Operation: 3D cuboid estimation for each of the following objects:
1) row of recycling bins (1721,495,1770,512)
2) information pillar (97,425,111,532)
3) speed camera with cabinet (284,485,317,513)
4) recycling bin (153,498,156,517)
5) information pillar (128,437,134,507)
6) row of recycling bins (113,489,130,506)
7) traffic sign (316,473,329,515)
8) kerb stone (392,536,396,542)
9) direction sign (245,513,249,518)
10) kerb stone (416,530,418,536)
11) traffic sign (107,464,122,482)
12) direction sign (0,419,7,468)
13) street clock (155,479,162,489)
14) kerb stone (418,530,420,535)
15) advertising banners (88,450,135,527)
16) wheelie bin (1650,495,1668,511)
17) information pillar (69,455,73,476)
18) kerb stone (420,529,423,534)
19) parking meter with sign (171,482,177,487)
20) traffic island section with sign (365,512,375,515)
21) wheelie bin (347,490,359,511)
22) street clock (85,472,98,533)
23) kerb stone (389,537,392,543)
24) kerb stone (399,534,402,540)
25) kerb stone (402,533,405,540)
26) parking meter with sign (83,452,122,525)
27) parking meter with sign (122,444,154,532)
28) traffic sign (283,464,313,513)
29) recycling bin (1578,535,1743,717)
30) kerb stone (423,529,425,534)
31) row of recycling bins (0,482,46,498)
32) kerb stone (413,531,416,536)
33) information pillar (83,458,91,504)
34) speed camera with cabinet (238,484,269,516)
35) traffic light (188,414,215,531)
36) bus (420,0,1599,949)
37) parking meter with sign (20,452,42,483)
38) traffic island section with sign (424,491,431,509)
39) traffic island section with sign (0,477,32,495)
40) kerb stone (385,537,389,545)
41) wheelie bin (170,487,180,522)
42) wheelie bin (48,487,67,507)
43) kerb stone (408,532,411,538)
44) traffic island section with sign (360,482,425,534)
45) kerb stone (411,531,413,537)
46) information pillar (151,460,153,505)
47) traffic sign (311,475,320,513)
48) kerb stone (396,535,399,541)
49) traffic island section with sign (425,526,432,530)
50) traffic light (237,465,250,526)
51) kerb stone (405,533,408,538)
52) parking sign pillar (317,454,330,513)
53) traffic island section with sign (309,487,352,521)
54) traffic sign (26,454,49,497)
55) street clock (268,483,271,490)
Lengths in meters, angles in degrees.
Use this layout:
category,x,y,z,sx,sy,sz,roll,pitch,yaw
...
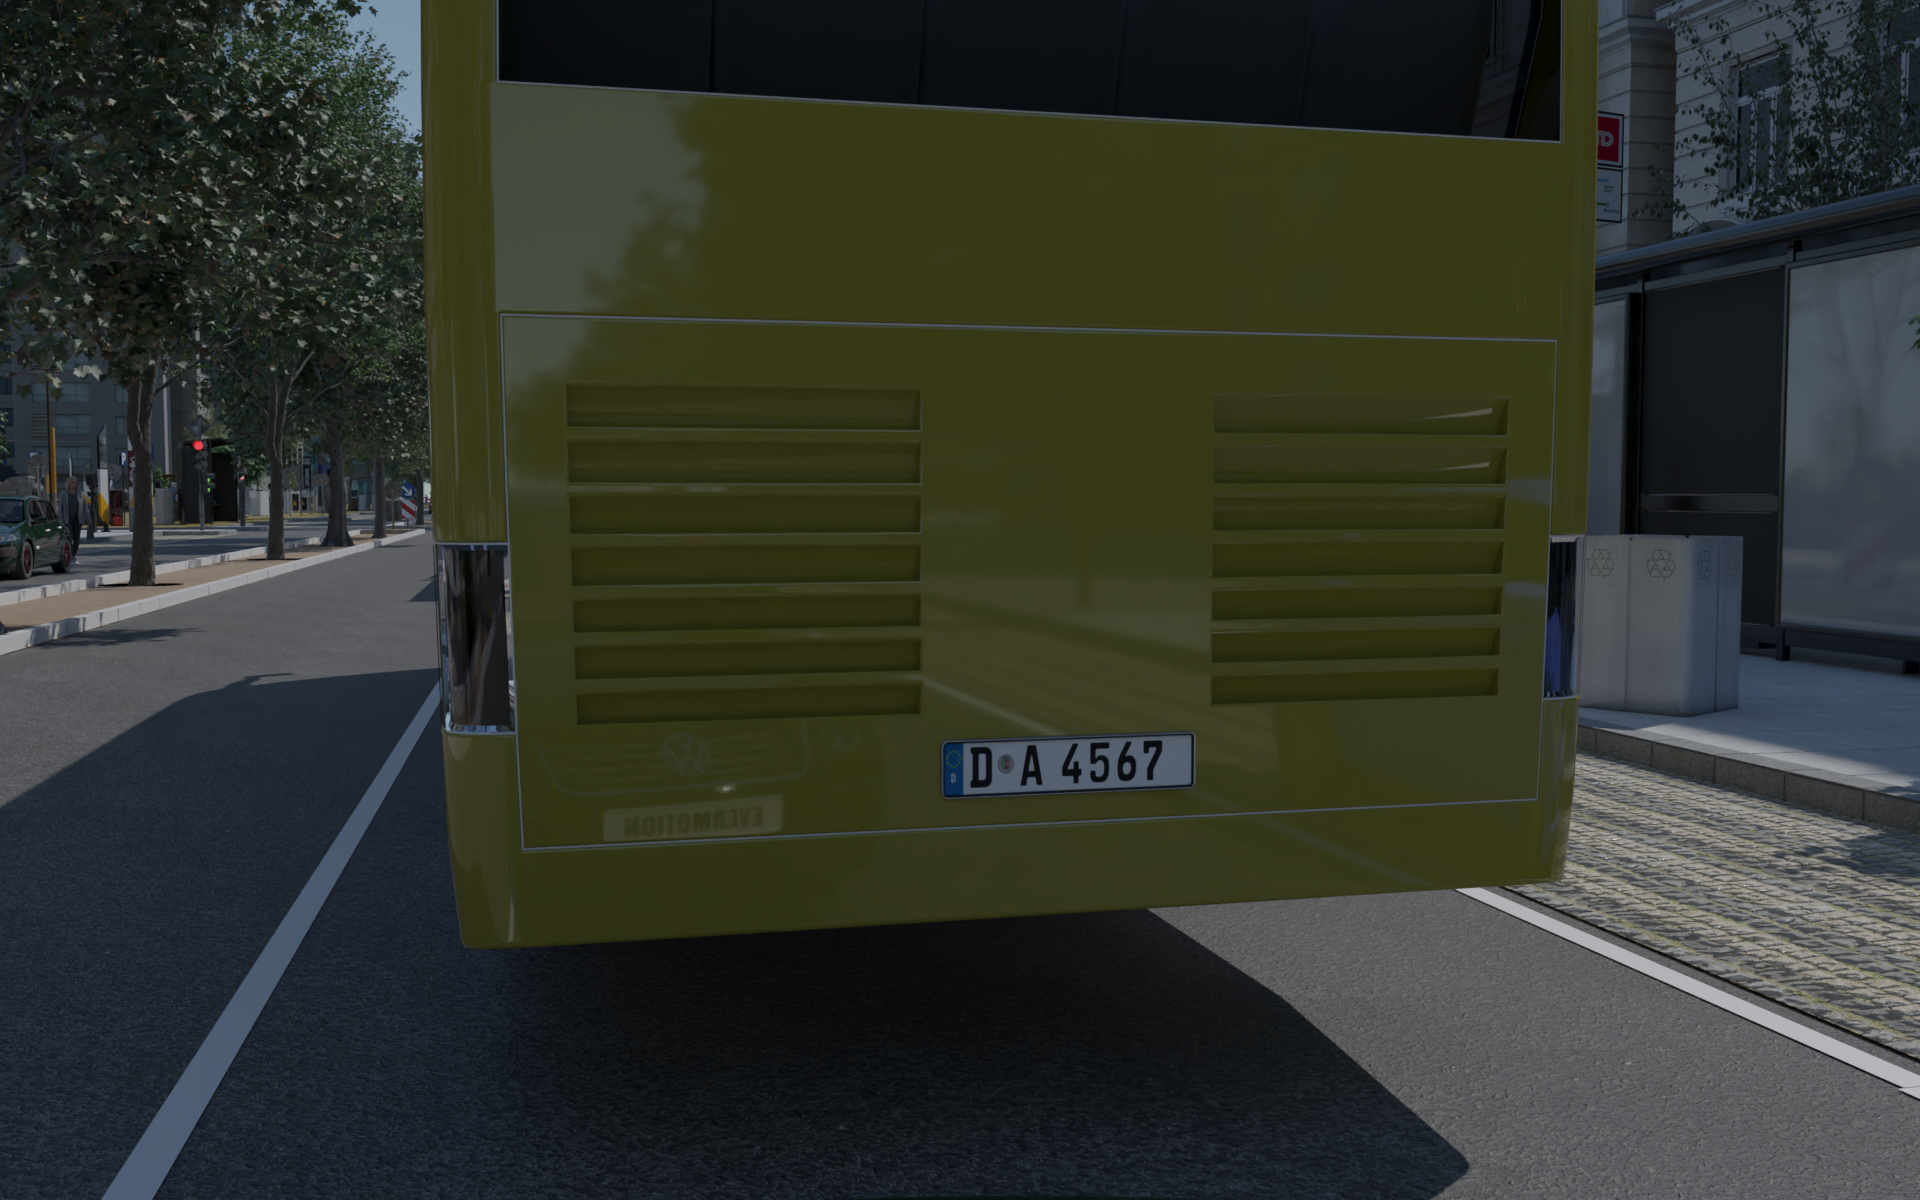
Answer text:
category,x,y,z,sx,sy,sz,roll,pitch,yaw
row of recycling bins,13.900,-1.307,28.483,1.069,1.692,3.534,-1,4,-15
information pillar,-28.782,-4.086,58.164,0.183,3.616,0.504,0,4,2
speed camera with cabinet,-45.417,-7.628,119.056,0.660,3.252,2.038,3,4,36
recycling bin,-45.782,-5.281,98.904,0.722,1.027,0.722,-3,4,-38
information pillar,-33.820,-4.855,70.729,0.183,3.616,0.504,-3,5,-44
row of recycling bins,-63.875,-7.612,131.569,1.069,1.692,3.534,-3,5,-40
traffic sign,-39.426,-6.546,107.134,0.768,2.556,0.104,0,4,-8
kerb stone,-16.784,-1.757,50.927,0.120,0.150,1.000,-1,4,-13
direction sign,-38.286,-6.155,92.624,0.379,3.537,0.876,1,4,20
kerb stone,-18.628,-2.242,58.915,0.120,0.150,1.000,-1,4,-13
traffic sign,-35.535,-4.433,72.593,0.768,2.556,0.104,-1,4,-11
direction sign,-28.772,-3.652,51.712,0.876,3.537,0.379,1,4,21
street clock,-39.295,-4.918,84.987,0.358,2.002,0.471,-1,4,-15
kerb stone,-18.859,-2.305,59.912,0.120,0.150,1.000,-1,4,-13
advertising banners,-33.557,-4.440,68.783,0.090,3.025,2.074,3,5,40
wheelie bin,12.645,-1.473,31.989,0.693,1.594,0.980,-2,4,-24
information pillar,-53.062,-6.857,103.469,0.183,3.616,0.504,-3,4,-37
kerb stone,-19.090,-2.368,60.913,0.120,0.150,1.000,-1,4,-13
parking meter with sign,-50.623,-7.078,111.978,1.738,3.016,0.543,3,5,39
traffic island section with sign,-39.758,-6.753,119.041,1.989,1.847,2.006,-1,4,-13
wheelie bin,-45.385,-7.443,129.597,0.980,1.594,0.693,0,4,-3
street clock,-28.834,-3.240,57.552,0.358,2.002,0.471,0,4,-5
kerb stone,-16.550,-1.696,49.932,0.120,0.150,1.000,-1,4,-13
kerb stone,-17.240,-1.880,52.925,0.120,0.150,1.000,-1,4,-13
kerb stone,-17.477,-1.936,53.932,0.120,0.150,1.000,-1,4,-13
parking meter with sign,-35.590,-4.626,71.904,1.738,3.016,0.543,0,4,-6
parking meter with sign,-27.971,-3.844,59.117,0.543,3.016,1.738,-1,4,-13
traffic sign,-44.636,-7.487,116.284,2.265,3.308,0.079,0,4,-8
recycling bin,4.189,0.132,10.400,0.722,1.027,0.722,-3,5,-42
kerb stone,-19.318,-2.427,61.910,0.120,0.150,1.000,-1,4,-13
row of recycling bins,-32.278,-3.156,58.719,1.069,1.692,3.534,0,4,7
kerb stone,-18.393,-2.185,57.920,0.120,0.150,1.000,-1,4,-13
information pillar,-56.145,-7.348,111.491,0.504,3.616,0.183,0,4,0
speed camera with cabinet,-41.073,-6.514,100.845,0.660,3.252,2.038,1,4,9
traffic light,-26.638,-4.397,60.819,0.839,4.253,0.868,-1,4,-13
bus,-1.294,-1.093,9.423,2.896,3.916,12.252,-1,4,-14
parking meter with sign,-38.297,-4.572,71.005,0.543,3.016,1.738,0,4,-2
traffic island section with sign,-51.211,-9.785,168.617,1.989,1.847,2.006,-1,4,-13
traffic island section with sign,-21.229,-1.843,38.762,1.989,1.847,2.006,-1,4,-13
kerb stone,-16.315,-1.635,48.929,0.120,0.150,1.000,-1,4,-13
wheelie bin,-36.139,-4.393,79.736,0.980,1.594,0.693,2,4,33
wheelie bin,-42.965,-4.571,82.647,0.980,1.594,0.693,-1,4,-23
kerb stone,-17.931,-2.061,55.927,0.120,0.150,1.000,-1,4,-13
traffic island section with sign,-20.557,-3.331,62.593,2.006,1.907,1.989,-1,4,-13
kerb stone,-18.164,-2.124,56.923,0.120,0.150,1.000,-1,4,-13
information pillar,-32.408,-4.756,69.121,0.183,3.616,0.504,0,4,6
traffic sign,-42.509,-7.002,114.589,0.768,2.556,0.104,0,4,-3
kerb stone,-17.010,-1.813,51.928,0.120,0.150,1.000,-1,4,-13
traffic island section with sign,-22.214,-3.772,69.814,2.006,1.907,1.989,-1,4,-13
traffic light,-26.416,-5.776,69.101,4.771,5.953,1.251,-1,4,-13
kerb stone,-17.703,-2.002,54.931,0.120,0.150,1.000,-1,4,-13
parking sign pillar,-42.373,-7.805,116.086,1.447,3.967,1.447,2,4,30
traffic island section with sign,-33.706,-5.146,92.772,1.989,1.847,2.006,-1,4,-13
traffic sign,-29.238,-3.358,55.002,0.768,2.556,0.104,0,4,-6
street clock,-42.988,-6.343,108.284,0.358,2.002,0.471,3,5,42
